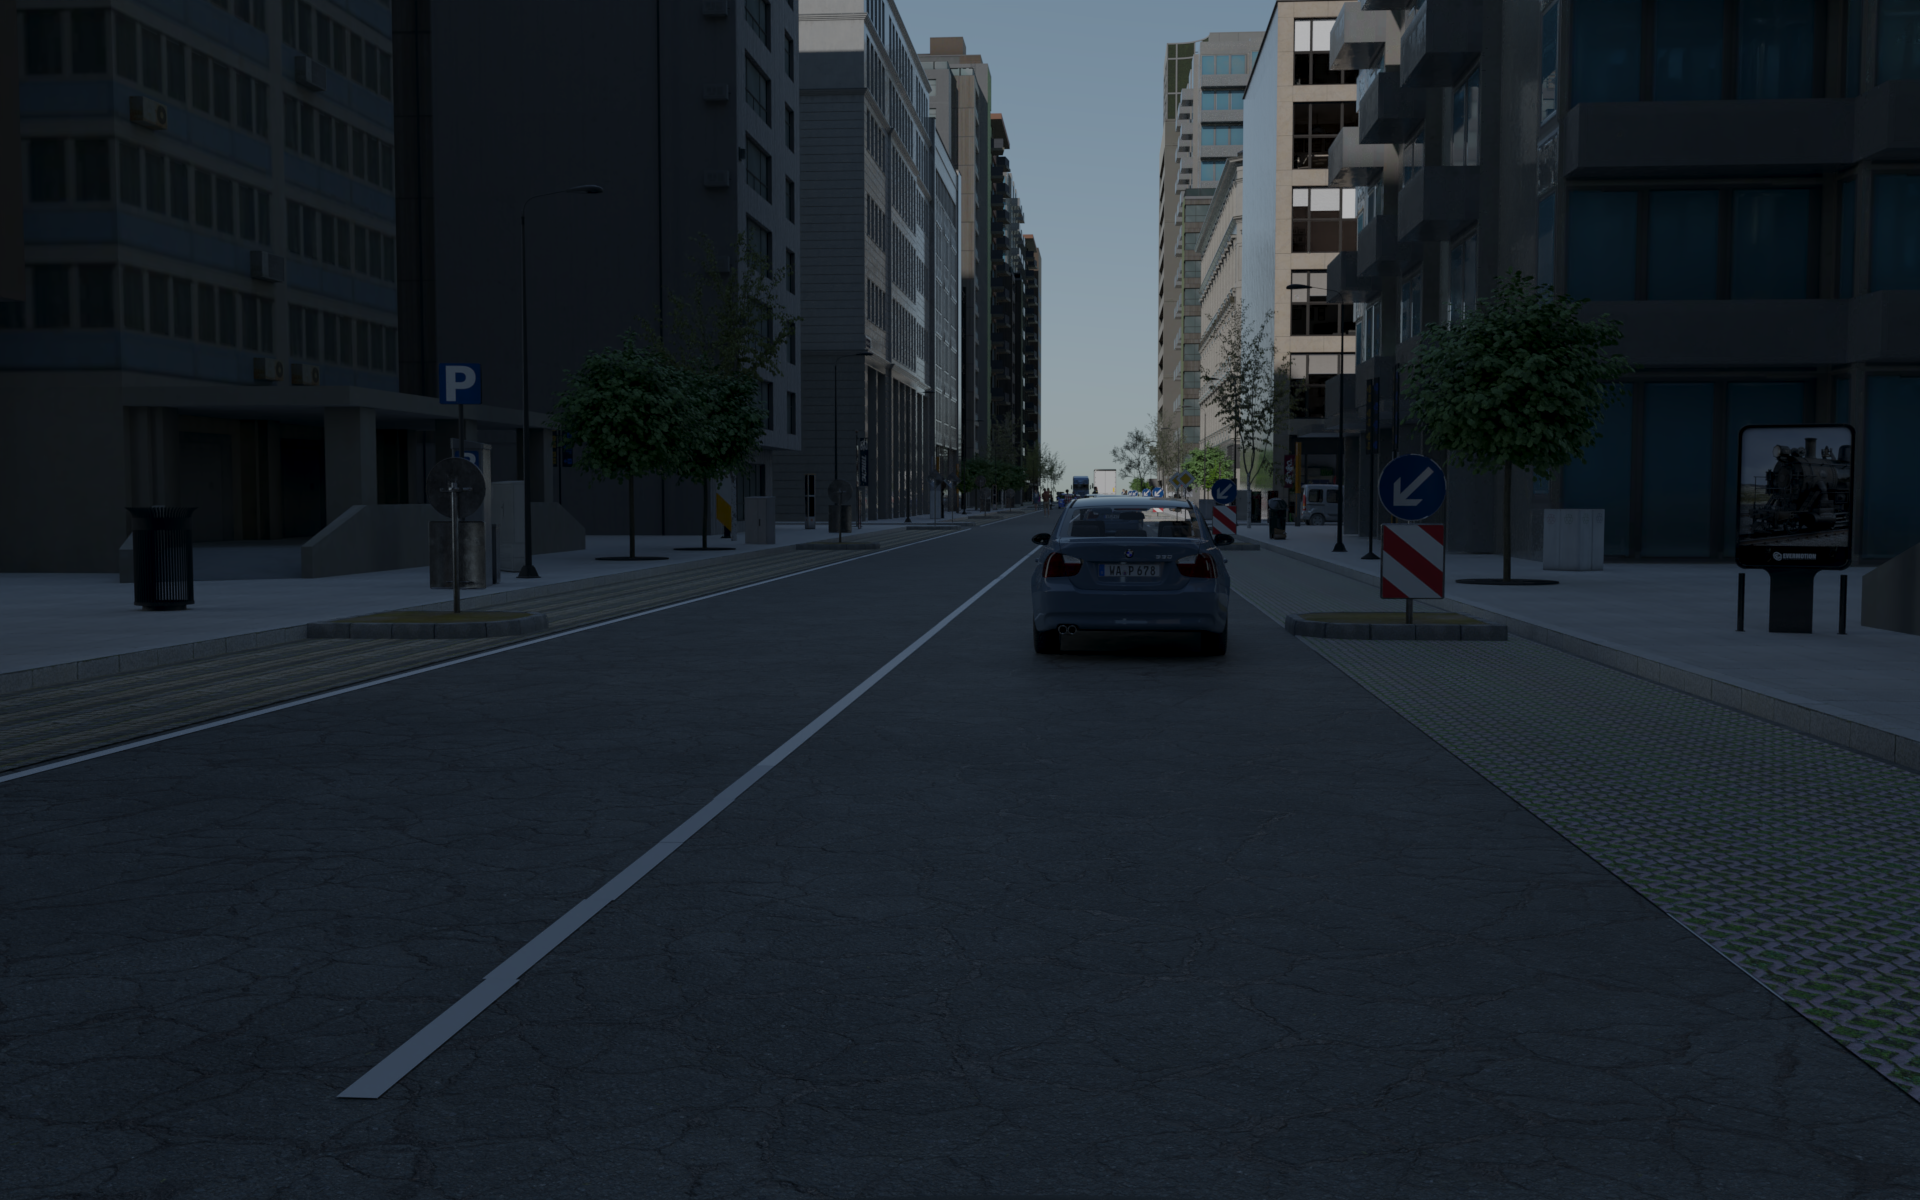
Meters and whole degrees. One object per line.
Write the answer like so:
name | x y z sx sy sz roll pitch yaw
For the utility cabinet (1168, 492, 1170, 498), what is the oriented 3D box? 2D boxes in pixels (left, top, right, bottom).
utility cabinet | 18.640 -8.684 150.654 1.173 1.500 0.318 2 4 29

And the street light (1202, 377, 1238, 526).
street light | 10.422 -5.900 69.006 1.470 5.913 1.316 0 4 5

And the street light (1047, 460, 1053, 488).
street light | 11.612 -16.244 238.134 1.470 5.913 1.316 0 4 5

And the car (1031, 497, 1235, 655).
car | 1.663 -0.292 16.773 2.014 1.417 4.499 0 4 6

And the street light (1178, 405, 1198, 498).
street light | 12.284 -7.230 90.745 1.470 5.913 1.316 0 4 5

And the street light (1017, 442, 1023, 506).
street light | 4.758 -11.154 154.910 1.470 5.913 1.316 0 4 5

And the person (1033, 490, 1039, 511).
person | 6.578 -8.623 149.513 0.581 1.822 0.654 1 4 15

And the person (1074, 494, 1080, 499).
person | 11.783 -9.923 173.976 0.697 1.427 0.421 -1 4 -22

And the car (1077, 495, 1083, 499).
car | 13.507 -11.710 204.043 1.945 1.354 3.894 0 4 7

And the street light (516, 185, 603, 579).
street light | -6.057 -3.285 26.243 1.470 5.913 1.316 0 4 5

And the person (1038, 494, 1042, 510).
person | 7.048 -8.722 154.323 0.991 1.433 0.599 1 4 23

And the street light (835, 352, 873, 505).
street light | -3.535 -5.155 56.824 1.470 5.913 1.316 0 4 5

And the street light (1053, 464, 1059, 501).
street light | 14.152 -18.110 268.642 1.470 5.913 1.316 0 4 5

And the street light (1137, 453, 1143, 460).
street light | 21.254 -13.775 197.754 1.470 5.913 1.316 0 4 5

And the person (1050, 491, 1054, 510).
person | 8.484 -9.201 159.644 0.721 1.735 1.217 0 4 -6

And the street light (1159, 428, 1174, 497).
street light | 14.734 -9.089 121.148 1.470 5.913 1.316 0 4 5

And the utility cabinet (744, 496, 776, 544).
utility cabinet | -5.151 -2.043 44.563 0.306 1.237 1.020 -3 5 -40

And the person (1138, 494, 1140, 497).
person | 16.559 -9.105 160.620 0.557 1.426 1.065 3 5 43

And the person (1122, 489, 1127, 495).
person | 13.112 -7.969 138.573 0.755 1.850 0.659 -1 4 -11

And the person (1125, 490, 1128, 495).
person | 15.492 -9.337 161.185 0.705 1.821 1.348 -1 4 -15

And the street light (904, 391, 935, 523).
street light | -1.807 -6.446 77.926 1.470 5.913 1.316 0 4 5

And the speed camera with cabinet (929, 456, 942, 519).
speed camera with cabinet | -1.259 -5.819 89.476 0.660 3.252 2.038 0 4 0

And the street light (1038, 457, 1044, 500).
street light | 9.701 -14.873 215.713 1.470 5.913 1.316 0 4 5

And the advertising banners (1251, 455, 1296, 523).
advertising banners | 13.864 -4.934 76.866 2.074 3.025 0.090 0 4 -4

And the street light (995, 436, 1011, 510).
street light | 3.409 -10.188 139.108 1.470 5.913 1.316 0 4 5

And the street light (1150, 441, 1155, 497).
street light | 17.262 -10.948 151.545 1.470 5.913 1.316 0 4 5

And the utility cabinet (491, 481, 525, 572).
utility cabinet | -7.479 -1.227 28.740 0.318 1.500 1.173 -2 4 -33

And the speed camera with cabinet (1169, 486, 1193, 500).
speed camera with cabinet | 19.047 -9.481 149.350 2.038 3.252 0.660 -2 4 -25

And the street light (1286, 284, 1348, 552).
street light | 7.902 -4.027 38.385 1.470 5.913 1.316 0 4 5

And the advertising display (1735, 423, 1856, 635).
advertising display | 7.678 -0.657 15.958 0.974 1.923 0.123 2 4 24

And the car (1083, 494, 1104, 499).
car | 7.598 -5.339 97.080 2.009 1.686 4.222 0 4 5

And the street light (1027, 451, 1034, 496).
street light | 7.180 -13.014 185.316 1.470 5.913 1.316 0 4 5

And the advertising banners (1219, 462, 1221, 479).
advertising banners | 14.035 -6.007 94.408 0.090 3.025 2.074 1 4 18

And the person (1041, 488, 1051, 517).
person | 5.366 -6.028 107.031 0.573 1.828 0.580 3 5 40

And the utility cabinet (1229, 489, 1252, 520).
utility cabinet | 13.554 -4.591 83.741 0.318 1.500 1.173 -3 5 -44

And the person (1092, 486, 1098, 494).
person | 8.349 -5.989 105.783 0.474 1.900 0.648 -3 4 -36

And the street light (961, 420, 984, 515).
street light | 0.808 -8.304 108.315 1.470 5.913 1.316 0 4 5

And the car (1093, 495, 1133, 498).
car | 4.627 -2.449 52.037 2.014 1.417 4.499 0 4 6

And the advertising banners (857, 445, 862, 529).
advertising banners | -3.682 -4.099 63.205 0.090 3.025 2.074 0 4 1

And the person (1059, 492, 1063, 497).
person | 11.829 -11.917 204.127 0.721 1.735 1.217 -1 4 -20

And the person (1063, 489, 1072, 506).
person | 6.290 -5.583 100.612 0.563 1.720 0.643 -2 4 -35

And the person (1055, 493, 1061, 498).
person | 11.938 -12.055 206.324 1.217 1.736 0.721 1 4 13

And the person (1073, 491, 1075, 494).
person | 13.935 -12.343 210.864 0.434 1.755 0.990 2 4 30
